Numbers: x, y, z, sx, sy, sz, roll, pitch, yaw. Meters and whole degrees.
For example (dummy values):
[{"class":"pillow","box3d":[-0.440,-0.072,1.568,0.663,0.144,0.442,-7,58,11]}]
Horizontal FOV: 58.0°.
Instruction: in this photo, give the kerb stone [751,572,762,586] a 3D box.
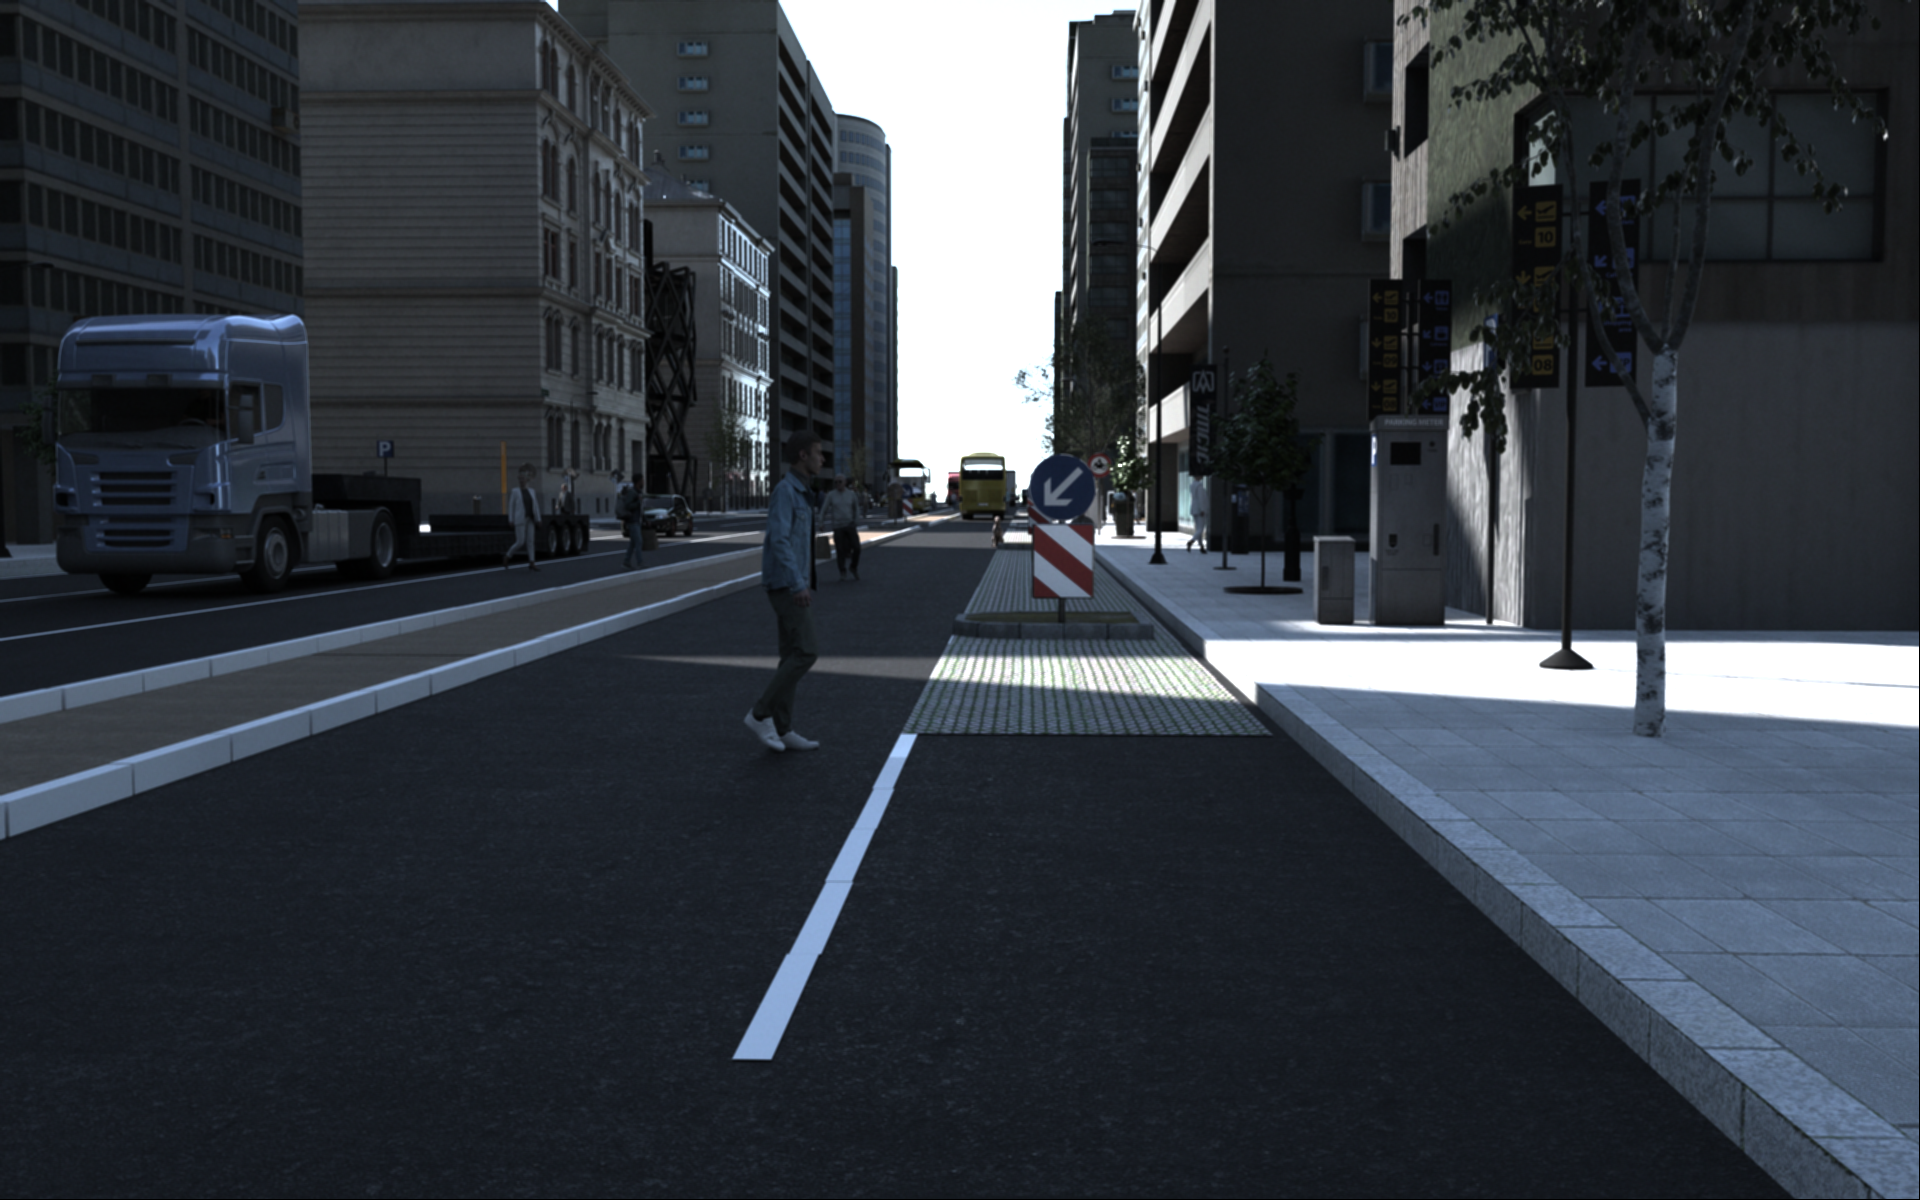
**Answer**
[{"class":"kerb stone","box3d":[-3.266,-0.306,27.199,0.120,0.150,1.000,0,4,2]}]

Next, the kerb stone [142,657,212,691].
[{"class":"kerb stone","box3d":[-5.910,0.565,12.961,0.120,0.150,1.000,0,4,2]}]

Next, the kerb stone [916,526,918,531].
[{"class":"kerb stone","box3d":[-1.791,-2.688,66.138,0.120,0.150,1.000,0,4,2]}]

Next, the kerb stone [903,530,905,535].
[{"class":"kerb stone","box3d":[-2.056,-2.249,58.966,0.120,0.150,1.000,0,4,2]}]

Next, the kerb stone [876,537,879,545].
[{"class":"kerb stone","box3d":[-2.450,-1.622,48.718,0.120,0.150,1.000,0,4,2]}]

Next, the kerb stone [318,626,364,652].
[{"class":"kerb stone","box3d":[-5.797,0.377,16.034,0.120,0.150,1.000,0,4,2]}]

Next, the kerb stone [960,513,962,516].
[{"class":"kerb stone","box3d":[-0.120,-5.351,109.692,0.120,0.150,1.000,0,4,2]}]

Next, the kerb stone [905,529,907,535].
[{"class":"kerb stone","box3d":[-2.019,-2.303,59.989,0.120,0.150,1.000,0,4,2]}]

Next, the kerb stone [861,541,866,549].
[{"class":"kerb stone","box3d":[-2.605,-1.370,44.618,0.120,0.150,1.000,0,4,2]}]

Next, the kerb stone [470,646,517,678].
[{"class":"kerb stone","box3d":[-3.778,0.510,13.879,0.120,0.150,1.000,0,4,2]}]

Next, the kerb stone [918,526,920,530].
[{"class":"kerb stone","box3d":[-1.745,-2.750,67.161,0.120,0.150,1.000,0,4,2]}]

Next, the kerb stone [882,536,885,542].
[{"class":"kerb stone","box3d":[-2.373,-1.745,50.772,0.120,0.150,1.000,0,4,2]}]

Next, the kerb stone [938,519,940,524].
[{"class":"kerb stone","box3d":[-1.173,-3.662,82.064,0.120,0.150,1.000,0,4,2]}]

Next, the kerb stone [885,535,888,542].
[{"class":"kerb stone","box3d":[-2.328,-1.809,51.795,0.120,0.150,1.000,0,4,2]}]

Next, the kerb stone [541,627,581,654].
[{"class":"kerb stone","box3d":[-3.702,0.383,15.927,0.120,0.150,1.000,0,4,2]}]

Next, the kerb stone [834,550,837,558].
[{"class":"kerb stone","box3d":[-2.833,-0.995,38.466,0.120,0.150,1.000,0,4,2]}]

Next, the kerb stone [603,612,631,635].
[{"class":"kerb stone","box3d":[-3.619,0.259,17.972,0.120,0.150,1.000,0,4,2]}]

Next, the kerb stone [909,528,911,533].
[{"class":"kerb stone","box3d":[-1.942,-2.437,62.035,0.120,0.150,1.000,0,4,2]}]

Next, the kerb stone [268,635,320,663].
[{"class":"kerb stone","box3d":[-5.832,0.440,15.013,0.120,0.150,1.000,0,4,2]}]

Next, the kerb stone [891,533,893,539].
[{"class":"kerb stone","box3d":[-2.255,-1.934,53.842,0.120,0.150,1.000,0,4,2]}]

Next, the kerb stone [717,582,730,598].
[{"class":"kerb stone","box3d":[-3.382,-0.111,24.135,0.120,0.150,1.000,0,4,2]}]

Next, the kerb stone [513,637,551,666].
[{"class":"kerb stone","box3d":[-3.737,0.453,14.901,0.120,0.150,1.000,0,4,2]}]

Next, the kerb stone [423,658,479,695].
[{"class":"kerb stone","box3d":[-3.807,0.571,12.853,0.120,0.150,1.000,0,4,2]}]

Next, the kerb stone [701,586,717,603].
[{"class":"kerb stone","box3d":[-3.431,-0.056,23.113,0.120,0.150,1.000,0,4,2]}]

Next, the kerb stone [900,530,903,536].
[{"class":"kerb stone","box3d":[-2.095,-2.186,57.941,0.120,0.150,1.000,0,4,2]}]

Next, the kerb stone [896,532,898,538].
[{"class":"kerb stone","box3d":[-2.176,-2.056,55.890,0.120,0.150,1.000,0,4,2]}]

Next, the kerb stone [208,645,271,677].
[{"class":"kerb stone","box3d":[-5.865,0.502,13.991,0.120,0.150,1.000,0,4,2]}]

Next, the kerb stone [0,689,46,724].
[{"class":"kerb stone","box3d":[-5.996,0.690,10.912,0.120,0.150,1.000,0,4,2]}]

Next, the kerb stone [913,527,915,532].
[{"class":"kerb stone","box3d":[-1.863,-2.562,64.082,0.120,0.150,1.000,0,4,2]}]

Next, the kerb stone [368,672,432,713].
[{"class":"kerb stone","box3d":[-3.853,0.634,11.828,0.120,0.150,1.000,0,4,2]}]

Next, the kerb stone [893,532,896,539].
[{"class":"kerb stone","box3d":[-2.219,-1.994,54.867,0.120,0.150,1.000,0,4,2]}]

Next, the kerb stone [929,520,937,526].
[{"class":"kerb stone","box3d":[-1.249,-3.536,80.017,0.120,0.150,1.000,0,4,2]}]

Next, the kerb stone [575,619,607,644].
[{"class":"kerb stone","box3d":[-3.659,0.321,16.951,0.120,0.150,1.000,0,4,2]}]

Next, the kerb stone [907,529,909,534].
[{"class":"kerb stone","box3d":[-1.979,-2.374,61.012,0.120,0.150,1.000,0,4,2]}]

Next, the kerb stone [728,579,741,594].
[{"class":"kerb stone","box3d":[-3.354,-0.181,25.156,0.120,0.150,1.000,0,4,2]}]

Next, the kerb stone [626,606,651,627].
[{"class":"kerb stone","box3d":[-3.582,0.196,18.994,0.120,0.150,1.000,0,4,2]}]

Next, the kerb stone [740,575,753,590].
[{"class":"kerb stone","box3d":[-3.308,-0.238,26.178,0.120,0.150,1.000,0,4,2]}]

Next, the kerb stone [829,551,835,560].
[{"class":"kerb stone","box3d":[-2.875,-0.931,37.444,0.120,0.150,1.000,0,4,2]}]

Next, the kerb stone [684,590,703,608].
[{"class":"kerb stone","box3d":[-3.462,0.007,22.083,0.120,0.150,1.000,0,4,2]}]

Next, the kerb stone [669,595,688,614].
[{"class":"kerb stone","box3d":[-3.498,0.078,21.055,0.120,0.150,1.000,0,4,2]}]

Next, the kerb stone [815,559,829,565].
[{"class":"kerb stone","box3d":[-2.921,-0.870,36.423,0.120,0.150,1.000,0,4,2]}]

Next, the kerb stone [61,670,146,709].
[{"class":"kerb stone","box3d":[-5.947,0.627,11.939,0.120,0.150,1.000,0,4,2]}]

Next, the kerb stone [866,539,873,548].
[{"class":"kerb stone","box3d":[-2.529,-1.496,46.663,0.120,0.150,1.000,0,4,2]}]

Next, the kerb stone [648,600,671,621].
[{"class":"kerb stone","box3d":[-3.533,0.136,20.023,0.120,0.150,1.000,0,4,2]}]

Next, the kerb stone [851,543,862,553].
[{"class":"kerb stone","box3d":[-2.636,-1.304,43.597,0.120,0.150,1.000,0,4,2]}]

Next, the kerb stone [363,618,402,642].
[{"class":"kerb stone","box3d":[-5.762,0.314,17.056,0.120,0.150,1.000,0,4,2]}]

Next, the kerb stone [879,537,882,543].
[{"class":"kerb stone","box3d":[-2.412,-1.685,49.747,0.120,0.150,1.000,0,4,2]}]

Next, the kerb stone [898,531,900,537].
[{"class":"kerb stone","box3d":[-2.135,-2.124,56.920,0.120,0.150,1.000,0,4,2]}]

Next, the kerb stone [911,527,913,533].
[{"class":"kerb stone","box3d":[-1.903,-2.499,63.060,0.120,0.150,1.000,0,4,2]}]

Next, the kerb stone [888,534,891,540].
[{"class":"kerb stone","box3d":[-2.294,-1.873,52.816,0.120,0.150,1.000,0,4,2]}]

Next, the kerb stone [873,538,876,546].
[{"class":"kerb stone","box3d":[-2.491,-1.559,47.685,0.120,0.150,1.000,0,4,2]}]
